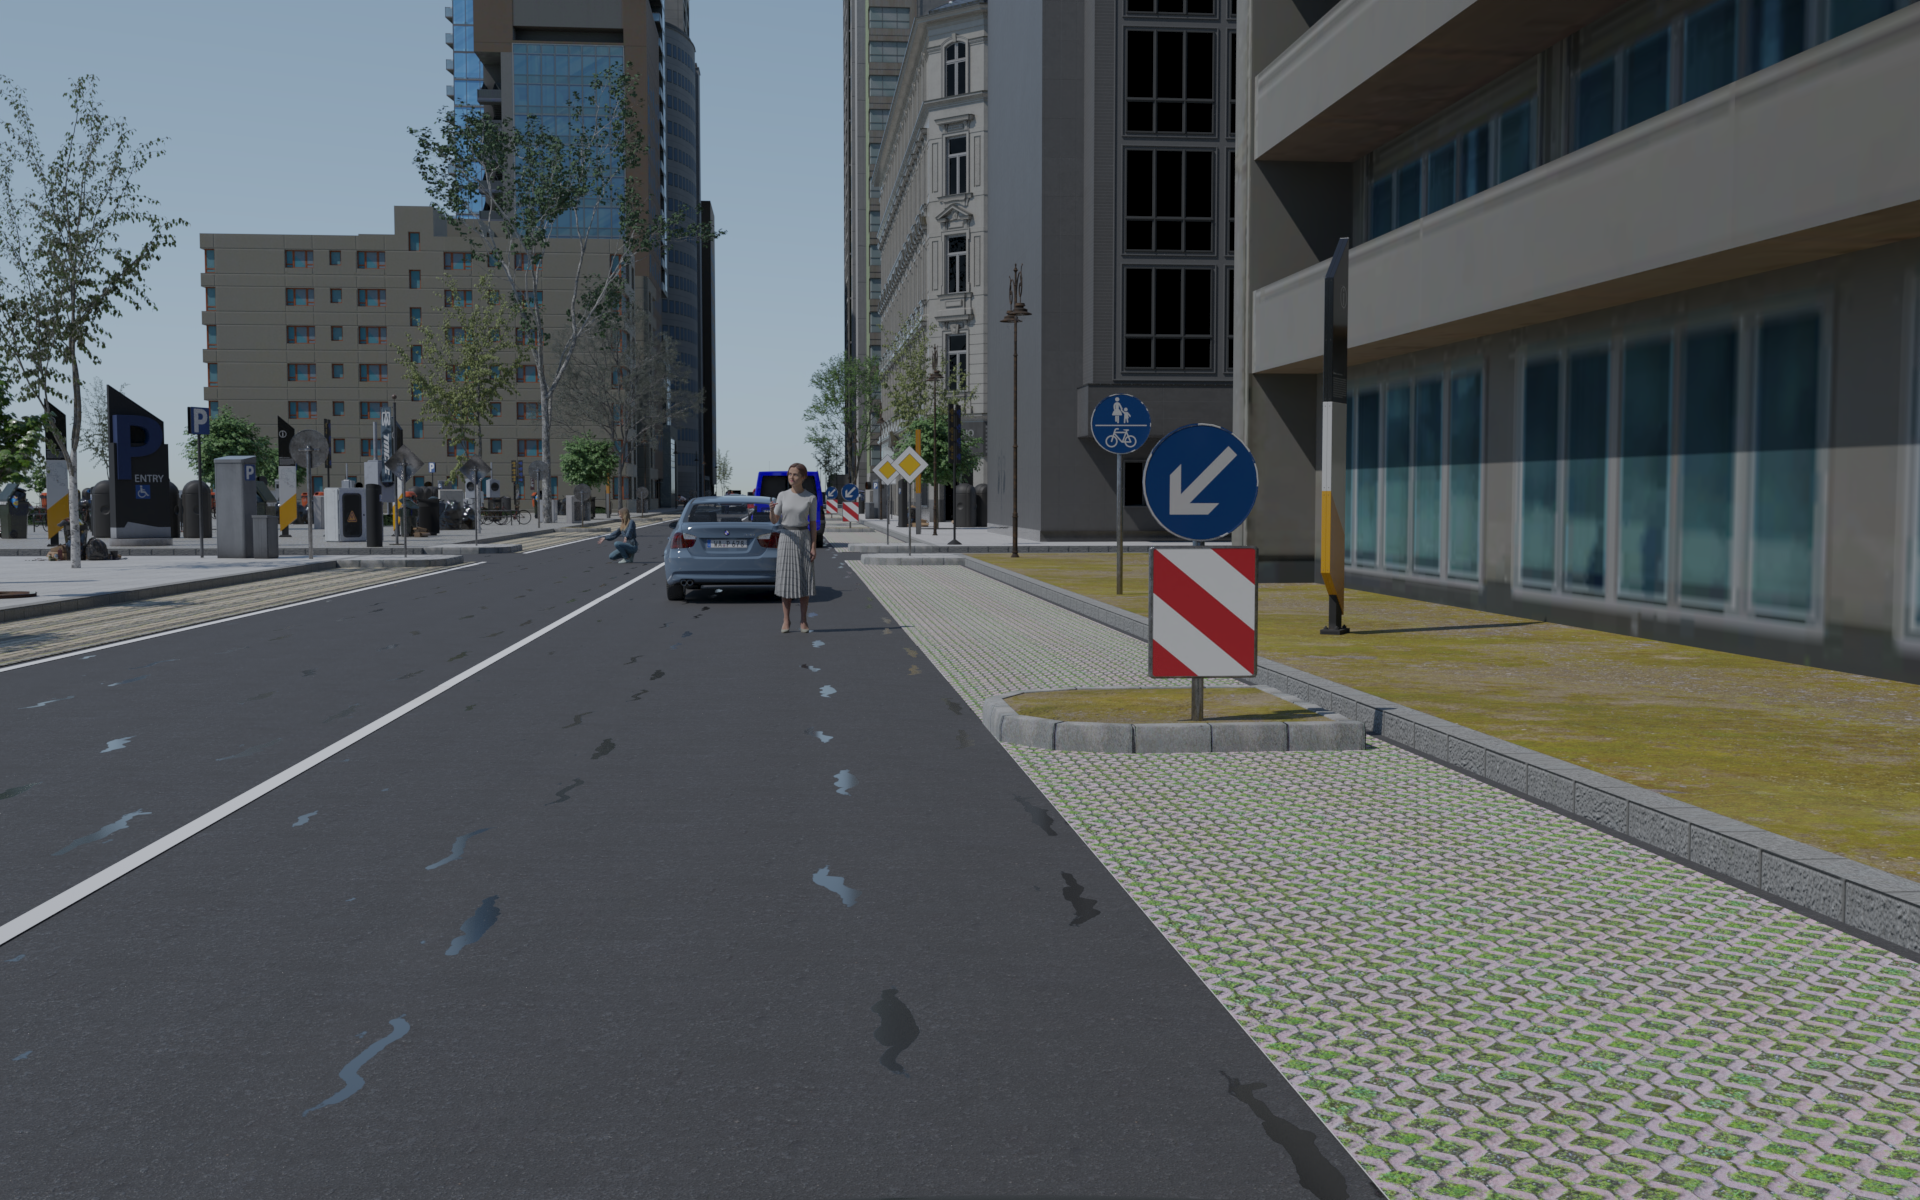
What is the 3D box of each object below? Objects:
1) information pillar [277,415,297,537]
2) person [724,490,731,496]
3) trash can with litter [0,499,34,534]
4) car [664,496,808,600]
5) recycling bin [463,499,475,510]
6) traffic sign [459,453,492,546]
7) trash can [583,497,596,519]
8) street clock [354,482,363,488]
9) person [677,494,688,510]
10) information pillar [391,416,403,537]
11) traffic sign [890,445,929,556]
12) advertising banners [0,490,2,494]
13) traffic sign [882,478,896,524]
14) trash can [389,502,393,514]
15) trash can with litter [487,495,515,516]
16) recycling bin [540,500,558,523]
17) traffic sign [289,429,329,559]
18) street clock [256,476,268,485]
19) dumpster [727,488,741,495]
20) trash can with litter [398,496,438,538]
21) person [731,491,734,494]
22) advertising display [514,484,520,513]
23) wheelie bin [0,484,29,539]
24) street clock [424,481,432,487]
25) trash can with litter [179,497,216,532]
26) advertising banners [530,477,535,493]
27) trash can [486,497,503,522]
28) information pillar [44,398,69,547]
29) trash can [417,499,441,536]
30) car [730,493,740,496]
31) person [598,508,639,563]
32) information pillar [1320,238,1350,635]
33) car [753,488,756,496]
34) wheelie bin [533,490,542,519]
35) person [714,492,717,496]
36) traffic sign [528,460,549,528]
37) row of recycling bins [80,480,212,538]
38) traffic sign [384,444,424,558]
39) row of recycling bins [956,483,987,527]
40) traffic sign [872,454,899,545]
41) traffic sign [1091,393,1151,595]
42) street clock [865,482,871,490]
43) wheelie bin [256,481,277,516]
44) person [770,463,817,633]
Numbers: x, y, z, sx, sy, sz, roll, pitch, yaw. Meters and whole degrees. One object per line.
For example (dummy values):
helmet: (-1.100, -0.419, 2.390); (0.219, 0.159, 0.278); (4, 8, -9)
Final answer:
information pillar: (-19.990, -3.675, 51.440); (0.504, 3.616, 0.183); (-1, 4, -12)
person: (-16.586, -7.008, 124.015); (0.756, 1.711, 0.436); (-2, 4, -32)
trash can with litter: (-29.891, -2.653, 54.766); (0.624, 1.170, 1.055); (1, 4, 12)
car: (-3.182, -0.775, 24.679); (2.014, 1.417, 4.499); (0, 4, -4)
recycling bin: (-26.256, -4.895, 92.580); (0.722, 1.027, 0.722); (0, 4, 3)
traffic sign: (-11.978, -2.398, 42.857); (0.795, 2.450, 0.064); (0, 4, -6)
trash can: (-19.245, -4.787, 89.924); (0.748, 1.137, 0.748); (0, 3, 0)
street clock: (-36.424, -6.139, 104.945); (0.471, 2.002, 0.358); (-3, 4, -38)
person: (-19.500, -6.727, 121.675); (0.628, 1.438, 0.799); (2, 4, 23)
information pillar: (-16.949, -3.722, 52.204); (0.504, 3.616, 0.183); (3, 4, 38)
traffic sign: (-1.044, -1.972, 35.892); (0.795, 2.450, 0.064); (0, 4, -6)
advertising banners: (-41.933, -4.860, 75.648); (0.090, 3.025, 2.074); (-2, 4, -25)
traffic sign: (-3.003, -4.358, 73.387); (0.606, 2.300, 0.079); (0, 4, -1)
trash can: (-29.030, -4.730, 88.984); (0.748, 1.137, 0.748); (0, 3, 0)
trash can with litter: (-25.360, -5.158, 95.390); (2.233, 1.210, 1.678); (0, 4, -1)
recycling bin: (-18.324, -3.943, 77.024); (0.722, 1.027, 0.722); (0, 4, -3)
traffic sign: (-12.810, -2.079, 34.105); (0.768, 2.556, 0.104); (0, 4, -3)
street clock: (-27.507, -3.893, 68.215); (0.471, 2.002, 0.358); (-2, 4, -25)
dumpster: (-31.596, -14.525, 242.439); (1.985, 2.255, 1.502); (0, 4, -7)
trash can with litter: (-16.185, -2.453, 51.488); (1.055, 1.170, 0.624); (2, 4, 29)
person: (-26.675, -11.890, 202.843); (1.348, 1.831, 0.705); (1, 4, 21)
advertising display: (-28.255, -6.434, 110.410); (0.123, 1.923, 0.974); (0, 4, 0)
wheelie bin: (-27.209, -2.561, 49.787); (0.980, 1.594, 0.693); (2, 4, 35)
street clock: (-30.351, -5.774, 98.975); (0.471, 2.002, 0.358); (0, 4, -6)
trash can with litter: (-26.149, -2.886, 58.245); (2.233, 1.210, 1.678); (1, 4, 17)
advertising banners: (-28.169, -7.333, 116.076); (0.090, 3.025, 2.074); (2, 4, 27)
trash can: (-21.612, -4.207, 80.433); (0.748, 1.137, 0.748); (0, 3, 0)
information pillar: (-22.036, -3.112, 42.230); (0.504, 3.616, 0.183); (-2, 4, -26)
trash can: (-16.392, -2.559, 53.489); (0.748, 1.137, 0.748); (0, 3, 0)
car: (-17.726, -7.653, 134.904); (2.009, 1.686, 4.222); (0, 4, -7)
person: (-7.000, -1.340, 35.910); (0.738, 1.151, 1.012); (-2, 4, -30)
information pillar: (3.411, -1.492, 15.751); (0.183, 3.616, 0.504); (2, 4, 28)
car: (-10.501, -5.266, 94.766); (2.281, 1.827, 5.304); (0, 4, -4)
wheelie bin: (-21.975, -5.059, 90.629); (0.693, 1.594, 0.980); (-1, 4, -14)
person: (-26.098, -10.735, 184.931); (0.530, 1.710, 0.541); (1, 4, 18)
traffic sign: (-15.911, -3.992, 65.379); (0.768, 2.556, 0.104); (0, 4, 1)
row of recycling bins: (-23.585, -2.656, 50.546); (3.534, 1.692, 1.069); (0, 4, 4)
traffic sign: (-11.191, -1.912, 34.910); (0.795, 2.450, 0.064); (0, 4, -6)
row of recycling bins: (1.228, -3.708, 67.734); (3.534, 1.692, 1.069); (-3, 5, -42)
traffic sign: (-1.832, -2.458, 43.838); (0.795, 2.450, 0.064); (0, 4, -6)
traffic sign: (2.038, -1.341, 22.031); (0.768, 2.556, 0.104); (0, 4, -1)
street clock: (-5.356, -5.903, 101.090); (0.358, 2.002, 0.471); (-2, 4, -24)
wheelie bin: (-17.496, -2.158, 43.190); (0.693, 1.594, 0.980); (0, 4, 2)
person: (-1.717, -0.536, 17.839); (0.480, 1.755, 0.524); (0, 4, -2)
